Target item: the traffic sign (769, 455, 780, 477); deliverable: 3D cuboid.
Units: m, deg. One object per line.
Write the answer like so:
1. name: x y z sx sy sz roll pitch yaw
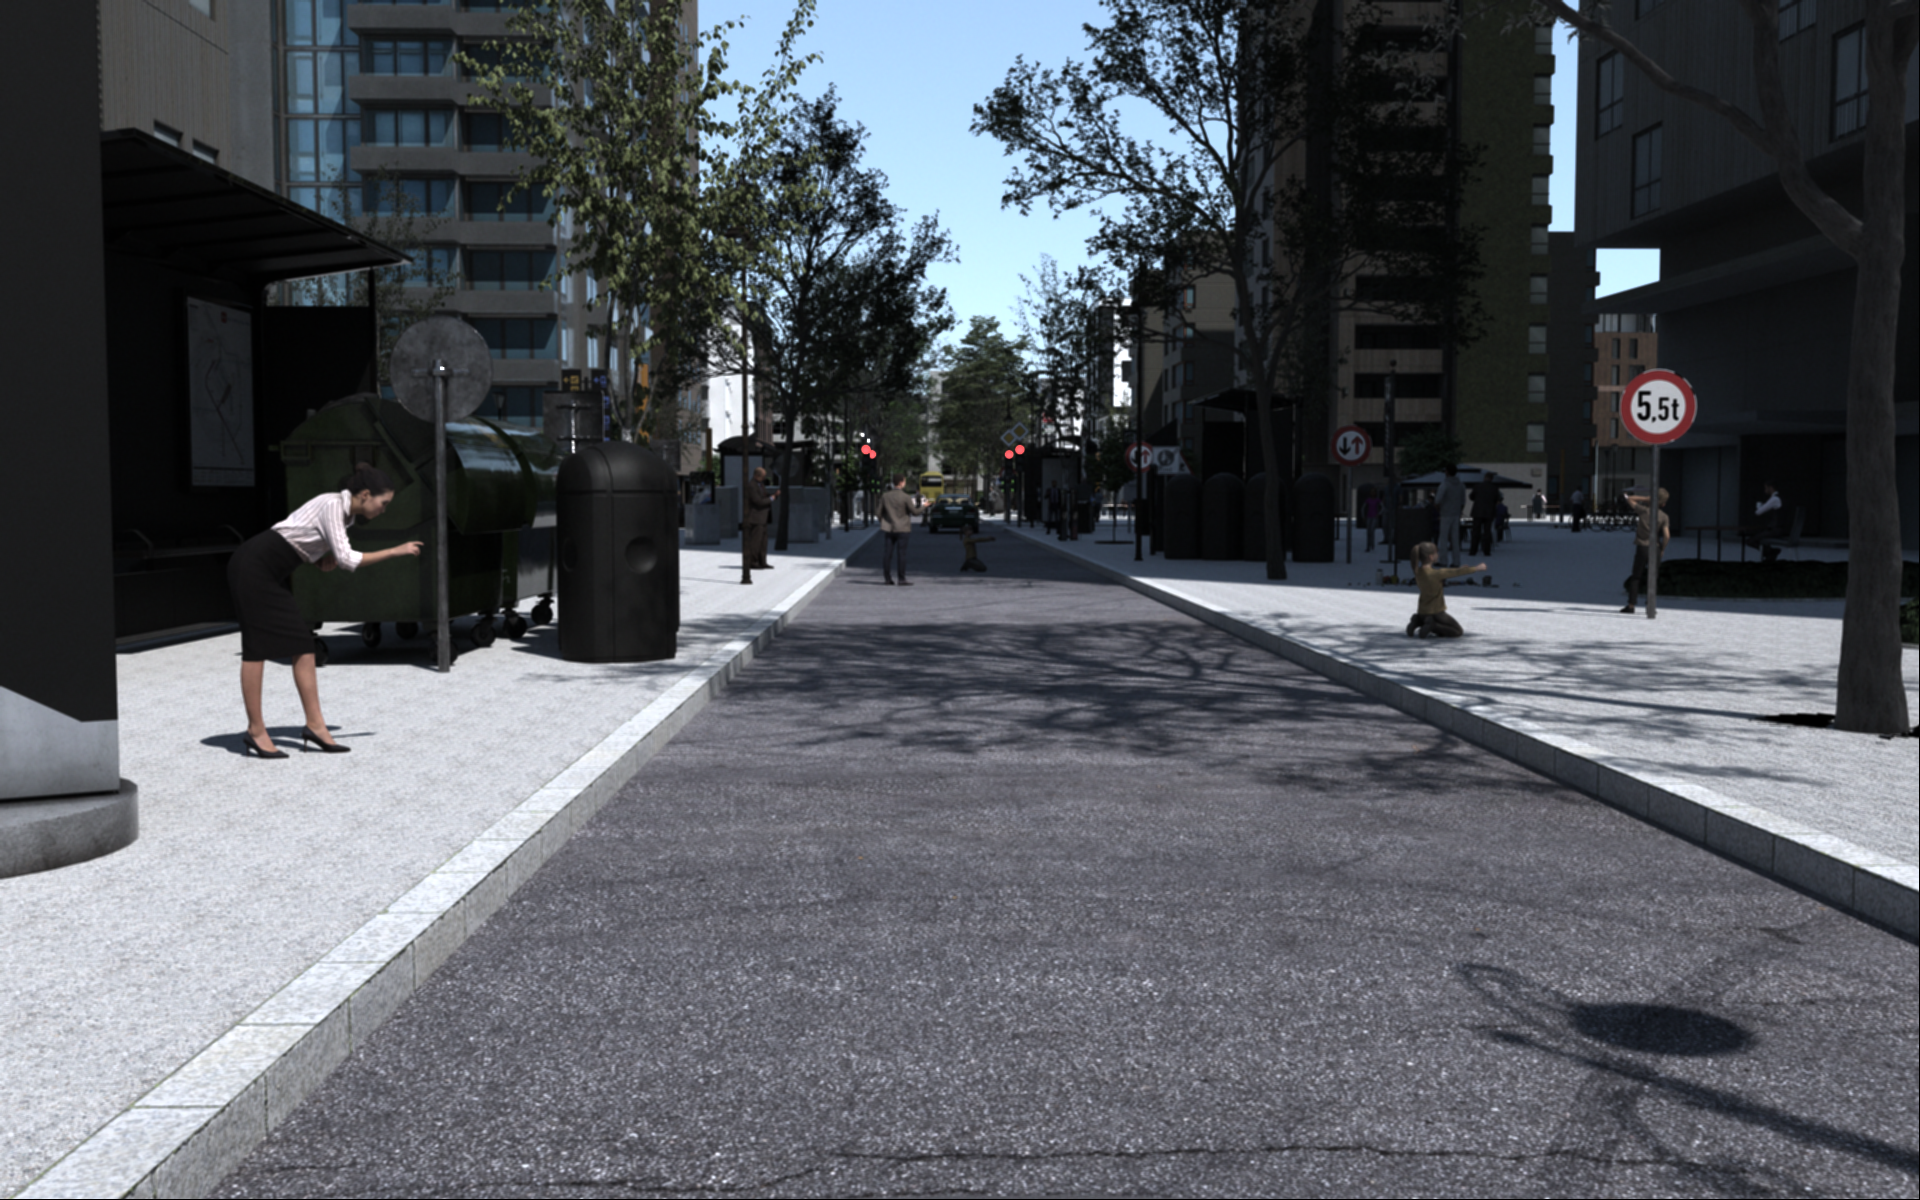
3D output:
1. traffic sign: -6.036 -3.563 57.986 0.795 2.593 0.064 0 4 7

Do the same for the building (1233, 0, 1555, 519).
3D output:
1. building: 23.260 -19.801 95.444 14.107 30.474 14.160 0 4 -1

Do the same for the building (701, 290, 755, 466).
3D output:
1. building: -28.302 -18.951 166.267 16.016 20.091 11.380 0 4 -1

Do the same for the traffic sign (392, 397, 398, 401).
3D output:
1. traffic sign: -6.960 -1.334 21.918 0.768 2.556 0.104 0 4 8

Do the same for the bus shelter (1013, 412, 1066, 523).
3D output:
1. bus shelter: 3.665 -6.387 82.055 2.179 5.291 8.768 0 4 -1

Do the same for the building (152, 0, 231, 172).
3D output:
1. building: -33.936 -27.325 36.001 27.495 52.752 28.713 0 4 -1

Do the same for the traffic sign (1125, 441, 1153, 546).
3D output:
1. traffic sign: 4.330 -2.539 41.616 0.768 2.556 0.104 0 4 -1

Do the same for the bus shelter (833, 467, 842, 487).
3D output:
1. bus shelter: -9.739 -9.469 146.102 1.731 3.624 6.357 0 4 -1

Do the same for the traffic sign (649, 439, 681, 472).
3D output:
1. traffic sign: -5.524 -1.852 32.410 0.606 2.300 0.079 0 4 1

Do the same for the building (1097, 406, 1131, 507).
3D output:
1. building: 19.029 -13.680 165.817 9.099 9.664 28.070 0 4 -1

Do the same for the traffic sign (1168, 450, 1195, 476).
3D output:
1. traffic sign: 6.397 -3.088 50.486 0.884 2.594 0.081 0 4 -1

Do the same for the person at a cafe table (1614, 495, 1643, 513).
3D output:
1. person at a cafe table: 45.345 -6.527 117.583 1.726 1.238 1.698 2 4 27

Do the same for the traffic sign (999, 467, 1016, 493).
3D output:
1. traffic sign: 2.154 -4.790 78.422 0.768 2.556 0.104 0 4 1

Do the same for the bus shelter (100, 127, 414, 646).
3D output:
1. bus shelter: -6.219 -1.404 14.234 1.731 3.624 6.357 0 4 -1

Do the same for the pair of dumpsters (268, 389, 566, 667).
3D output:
1. pair of dumpsters: -4.437 -0.754 14.820 1.574 2.255 4.437 0 4 -1

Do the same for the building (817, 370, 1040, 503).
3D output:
1. building: -4.479 -23.826 256.016 31.486 18.905 16.747 0 4 -1

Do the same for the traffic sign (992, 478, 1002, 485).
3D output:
1. traffic sign: 2.876 -8.304 135.873 0.768 2.556 0.104 0 4 -1

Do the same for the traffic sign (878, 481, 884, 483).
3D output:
1. traffic sign: -6.922 -9.164 149.938 0.768 2.556 0.104 0 4 6

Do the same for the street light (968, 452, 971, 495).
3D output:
1. street light: 0.756 -10.798 149.331 0.468 5.910 1.993 0 4 -1

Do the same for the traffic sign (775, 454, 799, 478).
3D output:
1. traffic sign: -5.422 -3.315 54.306 0.768 2.556 0.104 0 4 2

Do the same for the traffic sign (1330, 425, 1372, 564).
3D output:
1. traffic sign: 7.185 -1.946 31.924 0.768 2.556 0.104 0 4 -1

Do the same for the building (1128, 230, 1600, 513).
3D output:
1. building: 28.004 -17.333 128.431 27.650 21.520 28.899 0 4 -1

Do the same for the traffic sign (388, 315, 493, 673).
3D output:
1. traffic sign: -3.715 -0.752 12.394 0.768 2.556 0.104 0 4 5

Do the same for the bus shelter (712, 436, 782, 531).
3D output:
1. bus shelter: -7.684 -4.231 63.103 2.014 3.302 5.546 0 4 -1

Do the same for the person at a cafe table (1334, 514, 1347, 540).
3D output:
1. person at a cafe table: 10.071 -2.336 49.059 1.698 1.238 1.726 0 4 3

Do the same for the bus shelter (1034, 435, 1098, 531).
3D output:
1. bus shelter: 3.836 -4.175 62.177 2.014 3.302 5.546 0 4 -1

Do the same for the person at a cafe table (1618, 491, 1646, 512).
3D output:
1. person at a cafe table: 47.361 -6.977 122.596 1.622 1.524 1.698 -1 4 -19

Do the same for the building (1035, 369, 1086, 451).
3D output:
1. building: 16.960 -24.436 255.946 11.380 20.091 16.016 0 4 -1

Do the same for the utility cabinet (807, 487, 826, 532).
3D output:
1. utility cabinet: -4.890 -2.952 56.940 0.318 1.500 1.173 3 4 37

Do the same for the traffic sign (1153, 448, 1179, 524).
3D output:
1. traffic sign: 4.439 -2.157 37.402 0.606 2.300 0.079 0 4 4

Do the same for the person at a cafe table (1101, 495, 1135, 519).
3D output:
1. person at a cafe table: 8.424 -4.802 89.371 1.698 1.238 1.726 1 4 19

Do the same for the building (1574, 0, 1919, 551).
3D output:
1. building: 32.128 -27.468 38.348 28.713 52.752 27.495 0 4 -1

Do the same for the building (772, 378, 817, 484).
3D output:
1. building: -35.935 -23.725 254.366 31.486 18.905 16.747 0 4 -1

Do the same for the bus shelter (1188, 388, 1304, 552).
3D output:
1. bus shelter: 6.763 -3.068 41.440 1.731 3.624 6.357 0 4 -1

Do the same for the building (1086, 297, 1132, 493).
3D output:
1. building: 27.952 -21.553 196.374 27.936 21.610 32.646 0 4 -1

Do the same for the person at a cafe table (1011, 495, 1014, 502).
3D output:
1. person at a cafe table: 4.913 -8.139 141.592 1.622 1.524 1.698 1 4 15

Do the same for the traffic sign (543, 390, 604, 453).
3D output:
1. traffic sign: -3.823 -0.919 17.150 0.606 2.300 0.079 0 4 4

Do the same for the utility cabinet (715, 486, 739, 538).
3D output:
1. utility cabinet: -6.962 -2.558 50.500 1.173 1.500 0.318 3 5 42

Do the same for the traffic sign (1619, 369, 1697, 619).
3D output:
1. traffic sign: 7.118 -1.079 17.754 0.768 2.556 0.104 0 4 4

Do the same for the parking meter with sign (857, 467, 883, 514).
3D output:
1. parking meter with sign: -5.853 -7.034 111.259 1.738 3.016 0.543 -1 4 -10

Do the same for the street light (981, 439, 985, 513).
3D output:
1. street light: 1.604 -8.715 115.281 0.468 5.910 1.993 0 4 -1

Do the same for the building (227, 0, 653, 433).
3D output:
1. building: -30.481 -29.461 101.295 23.786 49.044 30.456 0 4 -1

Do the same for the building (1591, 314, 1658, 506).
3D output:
1. building: 59.644 -21.737 199.381 32.646 21.610 27.936 0 4 -1

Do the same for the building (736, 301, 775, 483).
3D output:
1. building: -38.211 -21.585 196.891 32.646 21.610 27.936 0 4 -1

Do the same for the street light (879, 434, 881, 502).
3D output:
1. street light: -4.962 -8.256 107.767 0.468 5.910 1.993 0 4 -1

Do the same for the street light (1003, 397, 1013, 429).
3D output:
1. street light: 2.303 -6.710 82.500 0.468 5.910 1.993 0 4 -1

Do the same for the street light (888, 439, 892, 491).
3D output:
1. street light: -5.720 -10.261 140.547 0.468 5.910 1.993 0 4 -1

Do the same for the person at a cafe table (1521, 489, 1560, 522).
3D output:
1. person at a cafe table: 27.196 -4.442 81.141 1.698 1.524 1.622 2 4 28

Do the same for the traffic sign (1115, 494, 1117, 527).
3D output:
1. traffic sign: 6.033 -4.103 67.186 0.768 2.556 0.104 0 4 3

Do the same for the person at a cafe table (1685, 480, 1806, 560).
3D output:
1. person at a cafe table: 13.470 -1.283 29.492 1.622 1.524 1.698 3 5 41

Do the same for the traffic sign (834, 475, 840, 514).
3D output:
1. traffic sign: -7.742 -6.761 110.538 0.884 2.594 0.081 0 4 2

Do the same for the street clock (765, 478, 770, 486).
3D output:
1. street clock: -9.021 -4.633 80.311 0.358 2.002 0.471 1 4 21

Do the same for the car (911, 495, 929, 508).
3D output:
1. car: -4.022 -9.333 164.960 2.083 1.381 4.827 0 4 -1

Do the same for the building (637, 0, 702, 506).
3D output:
1. building: -27.621 -29.458 131.754 14.600 45.320 14.200 0 4 -1

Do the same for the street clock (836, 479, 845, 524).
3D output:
1. street clock: -5.031 -4.252 74.093 0.471 2.002 0.358 1 4 14

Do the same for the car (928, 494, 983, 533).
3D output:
1. car: -0.200 -3.224 64.508 2.131 1.459 4.920 0 4 1

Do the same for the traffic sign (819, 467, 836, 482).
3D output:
1. traffic sign: -6.022 -4.807 78.693 0.768 2.556 0.104 0 4 5

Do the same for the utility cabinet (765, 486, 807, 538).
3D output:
1. utility cabinet: -5.115 -2.529 50.021 1.173 1.500 0.318 1 4 14

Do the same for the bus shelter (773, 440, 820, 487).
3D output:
1. bus shelter: -7.313 -5.304 77.996 1.731 3.624 6.357 0 4 -1
